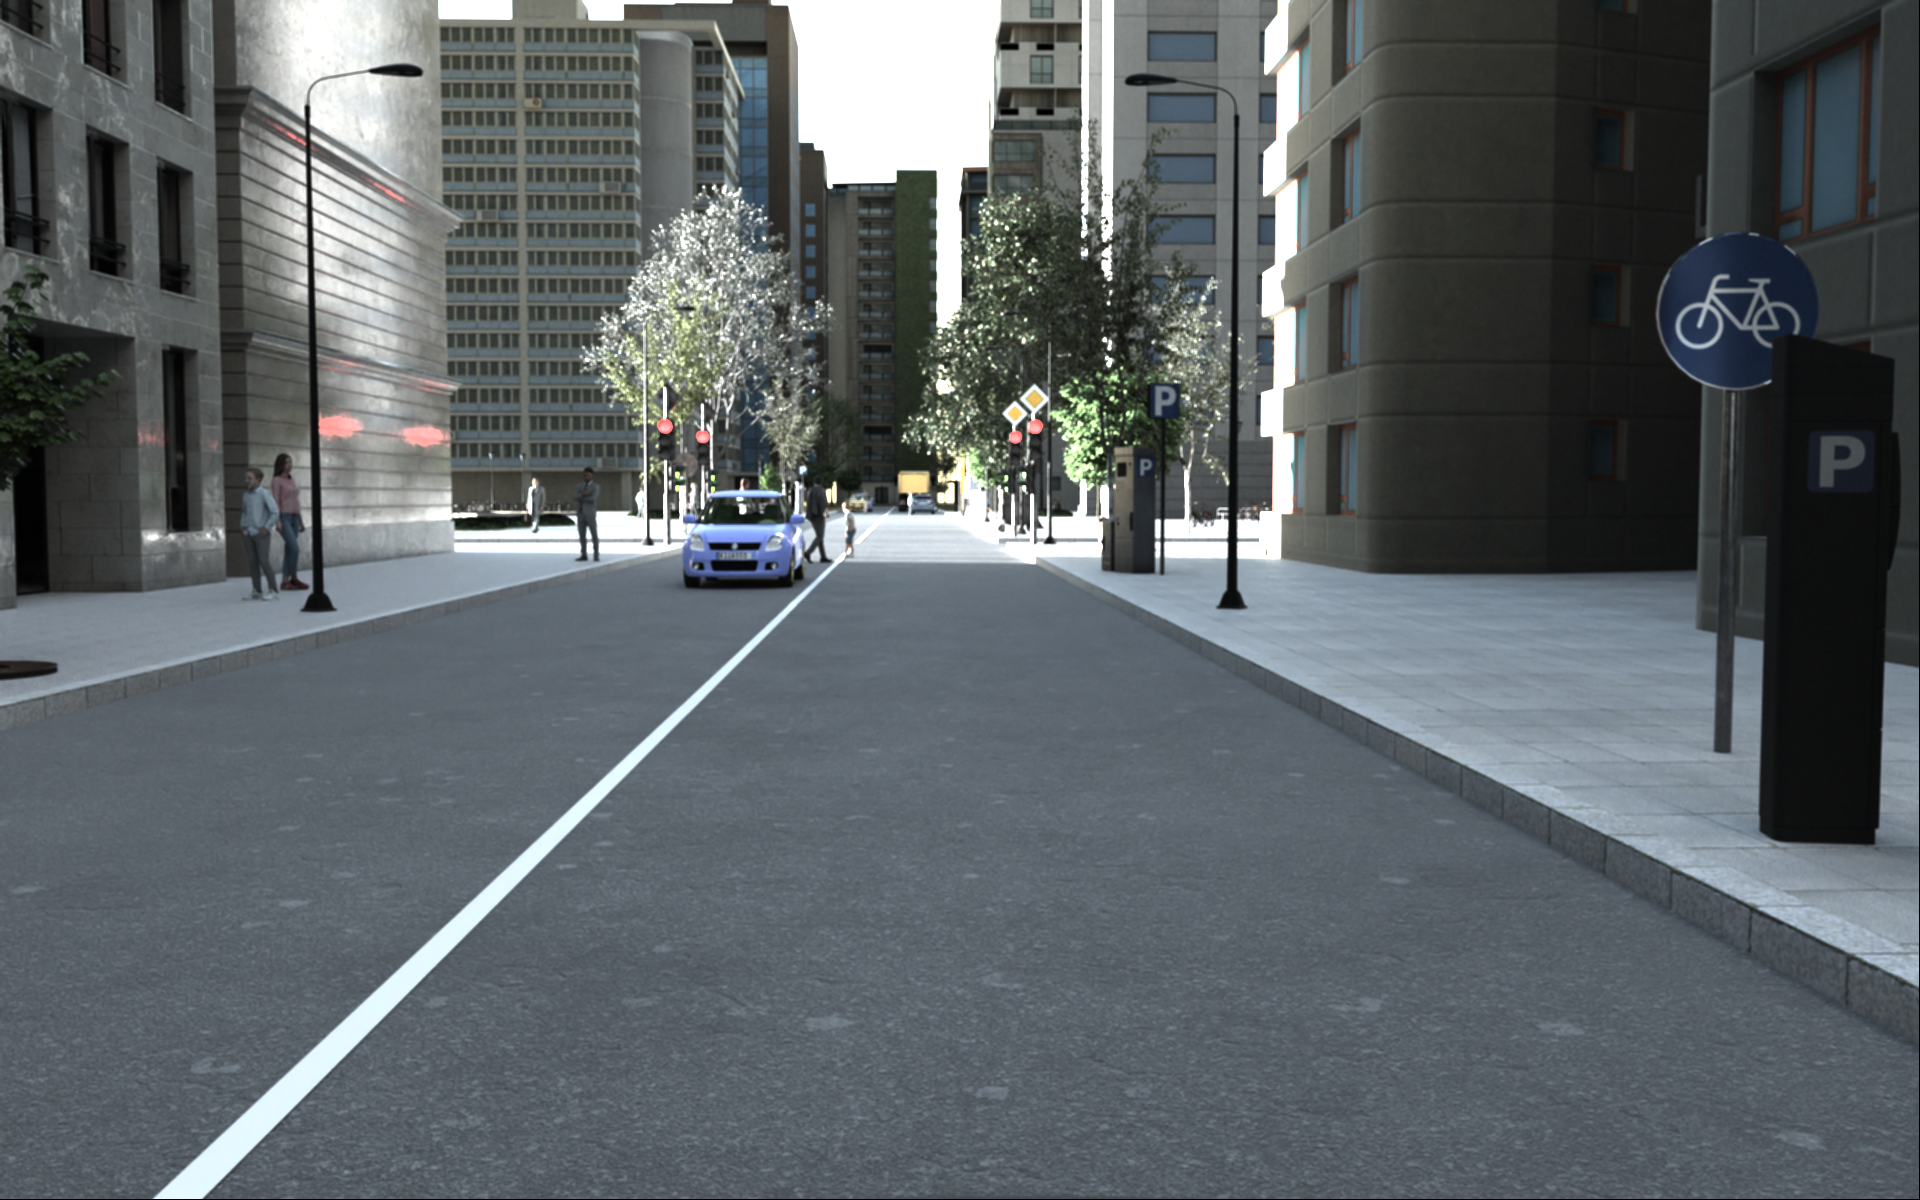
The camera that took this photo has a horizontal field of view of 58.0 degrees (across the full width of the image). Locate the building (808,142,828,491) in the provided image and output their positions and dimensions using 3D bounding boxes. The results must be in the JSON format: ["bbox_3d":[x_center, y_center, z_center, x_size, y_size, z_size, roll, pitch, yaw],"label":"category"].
[{"bbox_3d":[-23.917,-34.823,219.474,14.200,45.320,14.600,0,4,-2],"label":"building"}]

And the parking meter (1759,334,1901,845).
[{"bbox_3d":[3.221,-0.043,6.419,0.399,1.863,0.255,1,4,9],"label":"parking meter"}]

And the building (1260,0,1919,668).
[{"bbox_3d":[20.617,-10.825,22.026,27.650,21.520,28.899,0,4,-2],"label":"building"}]

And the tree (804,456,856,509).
[{"bbox_3d":[-11.955,-10.184,150.228,4.285,4.588,4.351,0,3,0],"label":"tree"}]

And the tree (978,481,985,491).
[{"bbox_3d":[0.964,-7.733,121.039,1.663,3.219,1.824,0,3,0],"label":"tree"}]

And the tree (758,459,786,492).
[{"bbox_3d":[-10.310,-6.181,95.664,1.663,3.219,1.824,0,3,0],"label":"tree"}]

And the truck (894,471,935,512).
[{"bbox_3d":[-3.838,-9.144,145.423,3.469,3.379,9.791,0,4,-1],"label":"truck"}]

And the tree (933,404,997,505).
[{"bbox_3d":[1.001,-9.542,106.371,4.737,8.622,4.395,0,3,0],"label":"tree"}]

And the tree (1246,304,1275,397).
[{"bbox_3d":[9.257,-5.458,39.602,4.360,8.622,3.978,0,3,0],"label":"tree"}]

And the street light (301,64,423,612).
[{"bbox_3d":[-6.498,-2.832,18.841,1.470,5.913,1.316,0,4,-2],"label":"street light"}]

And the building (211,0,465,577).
[{"bbox_3d":[-28.047,-13.040,32.284,34.723,24.649,14.460,0,4,-2],"label":"building"}]

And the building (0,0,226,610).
[{"bbox_3d":[-15.719,-9.881,16.314,10.420,20.320,16.860,0,4,-2],"label":"building"}]

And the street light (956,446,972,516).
[{"bbox_3d":[0.683,-6.492,78.687,1.470,5.913,1.316,0,4,-2],"label":"street light"}]

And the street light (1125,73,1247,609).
[{"bbox_3d":[2.519,-2.860,19.303,1.470,5.913,1.316,0,4,-2],"label":"street light"}]

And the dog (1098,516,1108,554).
[{"bbox_3d":[3.039,-1.360,36.613,0.513,0.831,0.800,1,4,22],"label":"dog"}]

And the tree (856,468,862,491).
[{"bbox_3d":[-12.470,-12.969,195.762,4.285,4.588,4.351,0,3,0],"label":"tree"}]

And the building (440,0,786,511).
[{"bbox_3d":[-30.489,-27.277,137.858,32.217,40.220,23.993,0,4,-2],"label":"building"}]

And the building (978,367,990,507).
[{"bbox_3d":[15.574,-20.891,186.601,27.650,21.520,28.899,0,4,-2],"label":"building"}]

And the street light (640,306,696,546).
[{"bbox_3d":[-7.215,-4.300,42.845,1.470,5.913,1.316,0,4,-2],"label":"street light"}]

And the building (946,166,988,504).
[{"bbox_3d":[12.622,-34.839,224.238,28.867,44.769,22.147,0,4,-2],"label":"building"}]

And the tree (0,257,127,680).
[{"bbox_3d":[-7.112,-1.080,12.258,1.663,3.219,1.824,0,3,0],"label":"tree"}]

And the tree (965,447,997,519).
[{"bbox_3d":[1.909,-6.377,87.979,4.285,4.588,4.351,0,3,0],"label":"tree"}]

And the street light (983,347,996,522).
[{"bbox_3d":[1.420,-5.024,54.684,1.470,5.913,1.316,0,4,-2],"label":"street light"}]

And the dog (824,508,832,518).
[{"bbox_3d":[-7.965,-5.384,104.862,0.800,0.831,0.513,-2,4,-33],"label":"dog"}]

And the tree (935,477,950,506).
[{"bbox_3d":[-2.083,-11.952,190.020,1.663,3.219,1.824,0,3,0],"label":"tree"}]

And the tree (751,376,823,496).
[{"bbox_3d":[-10.397,-9.436,104.634,4.360,8.622,3.978,0,3,0],"label":"tree"}]

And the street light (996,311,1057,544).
[{"bbox_3d":[1.750,-4.375,44.068,1.470,5.913,1.316,0,4,-2],"label":"street light"}]

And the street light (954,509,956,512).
[{"bbox_3d":[-0.012,-7.960,102.691,1.470,5.913,1.316,0,4,-2],"label":"street light"}]

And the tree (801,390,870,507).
[{"bbox_3d":[-13.011,-15.137,173.250,9.928,11.665,9.643,0,3,0],"label":"tree"}]

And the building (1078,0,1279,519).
[{"bbox_3d":[17.631,-34.121,99.877,21.231,58.520,28.212,0,4,-2],"label":"building"}]

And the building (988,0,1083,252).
[{"bbox_3d":[16.483,-34.757,157.518,28.713,52.752,27.495,0,4,-2],"label":"building"}]

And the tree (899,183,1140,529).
[{"bbox_3d":[2.540,-9.005,64.245,9.611,12.733,9.660,0,3,0],"label":"tree"}]

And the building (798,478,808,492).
[{"bbox_3d":[-30.514,-32.621,187.982,28.867,44.769,22.147,0,4,-2],"label":"building"}]

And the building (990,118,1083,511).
[{"bbox_3d":[9.287,-22.355,137.210,14.160,30.474,14.107,0,4,-2],"label":"building"}]

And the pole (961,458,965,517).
[{"bbox_3d":[0.186,-6.374,98.062,0.158,3.312,0.155,0,3,0],"label":"pole"}]

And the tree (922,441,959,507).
[{"bbox_3d":[-1.874,-15.290,200.354,4.360,8.622,3.978,0,3,0],"label":"tree"}]

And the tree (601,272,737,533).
[{"bbox_3d":[-9.382,-6.531,57.146,4.737,8.622,4.395,0,3,0],"label":"tree"}]

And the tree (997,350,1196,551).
[{"bbox_3d":[3.655,-3.387,39.097,4.285,4.588,4.351,0,3,0],"label":"tree"}]

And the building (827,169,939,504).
[{"bbox_3d":[-9.796,-32.840,220.529,14.086,41.232,14.154,0,4,-2],"label":"building"}]

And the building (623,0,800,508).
[{"bbox_3d":[-21.836,-31.009,157.105,14.600,45.320,14.200,0,4,-2],"label":"building"}]

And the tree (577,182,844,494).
[{"bbox_3d":[-9.534,-9.616,67.598,12.009,13.543,11.850,0,3,0],"label":"tree"}]

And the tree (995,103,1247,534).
[{"bbox_3d":[2.807,-5.033,32.654,4.360,8.622,3.978,0,3,0],"label":"tree"}]
